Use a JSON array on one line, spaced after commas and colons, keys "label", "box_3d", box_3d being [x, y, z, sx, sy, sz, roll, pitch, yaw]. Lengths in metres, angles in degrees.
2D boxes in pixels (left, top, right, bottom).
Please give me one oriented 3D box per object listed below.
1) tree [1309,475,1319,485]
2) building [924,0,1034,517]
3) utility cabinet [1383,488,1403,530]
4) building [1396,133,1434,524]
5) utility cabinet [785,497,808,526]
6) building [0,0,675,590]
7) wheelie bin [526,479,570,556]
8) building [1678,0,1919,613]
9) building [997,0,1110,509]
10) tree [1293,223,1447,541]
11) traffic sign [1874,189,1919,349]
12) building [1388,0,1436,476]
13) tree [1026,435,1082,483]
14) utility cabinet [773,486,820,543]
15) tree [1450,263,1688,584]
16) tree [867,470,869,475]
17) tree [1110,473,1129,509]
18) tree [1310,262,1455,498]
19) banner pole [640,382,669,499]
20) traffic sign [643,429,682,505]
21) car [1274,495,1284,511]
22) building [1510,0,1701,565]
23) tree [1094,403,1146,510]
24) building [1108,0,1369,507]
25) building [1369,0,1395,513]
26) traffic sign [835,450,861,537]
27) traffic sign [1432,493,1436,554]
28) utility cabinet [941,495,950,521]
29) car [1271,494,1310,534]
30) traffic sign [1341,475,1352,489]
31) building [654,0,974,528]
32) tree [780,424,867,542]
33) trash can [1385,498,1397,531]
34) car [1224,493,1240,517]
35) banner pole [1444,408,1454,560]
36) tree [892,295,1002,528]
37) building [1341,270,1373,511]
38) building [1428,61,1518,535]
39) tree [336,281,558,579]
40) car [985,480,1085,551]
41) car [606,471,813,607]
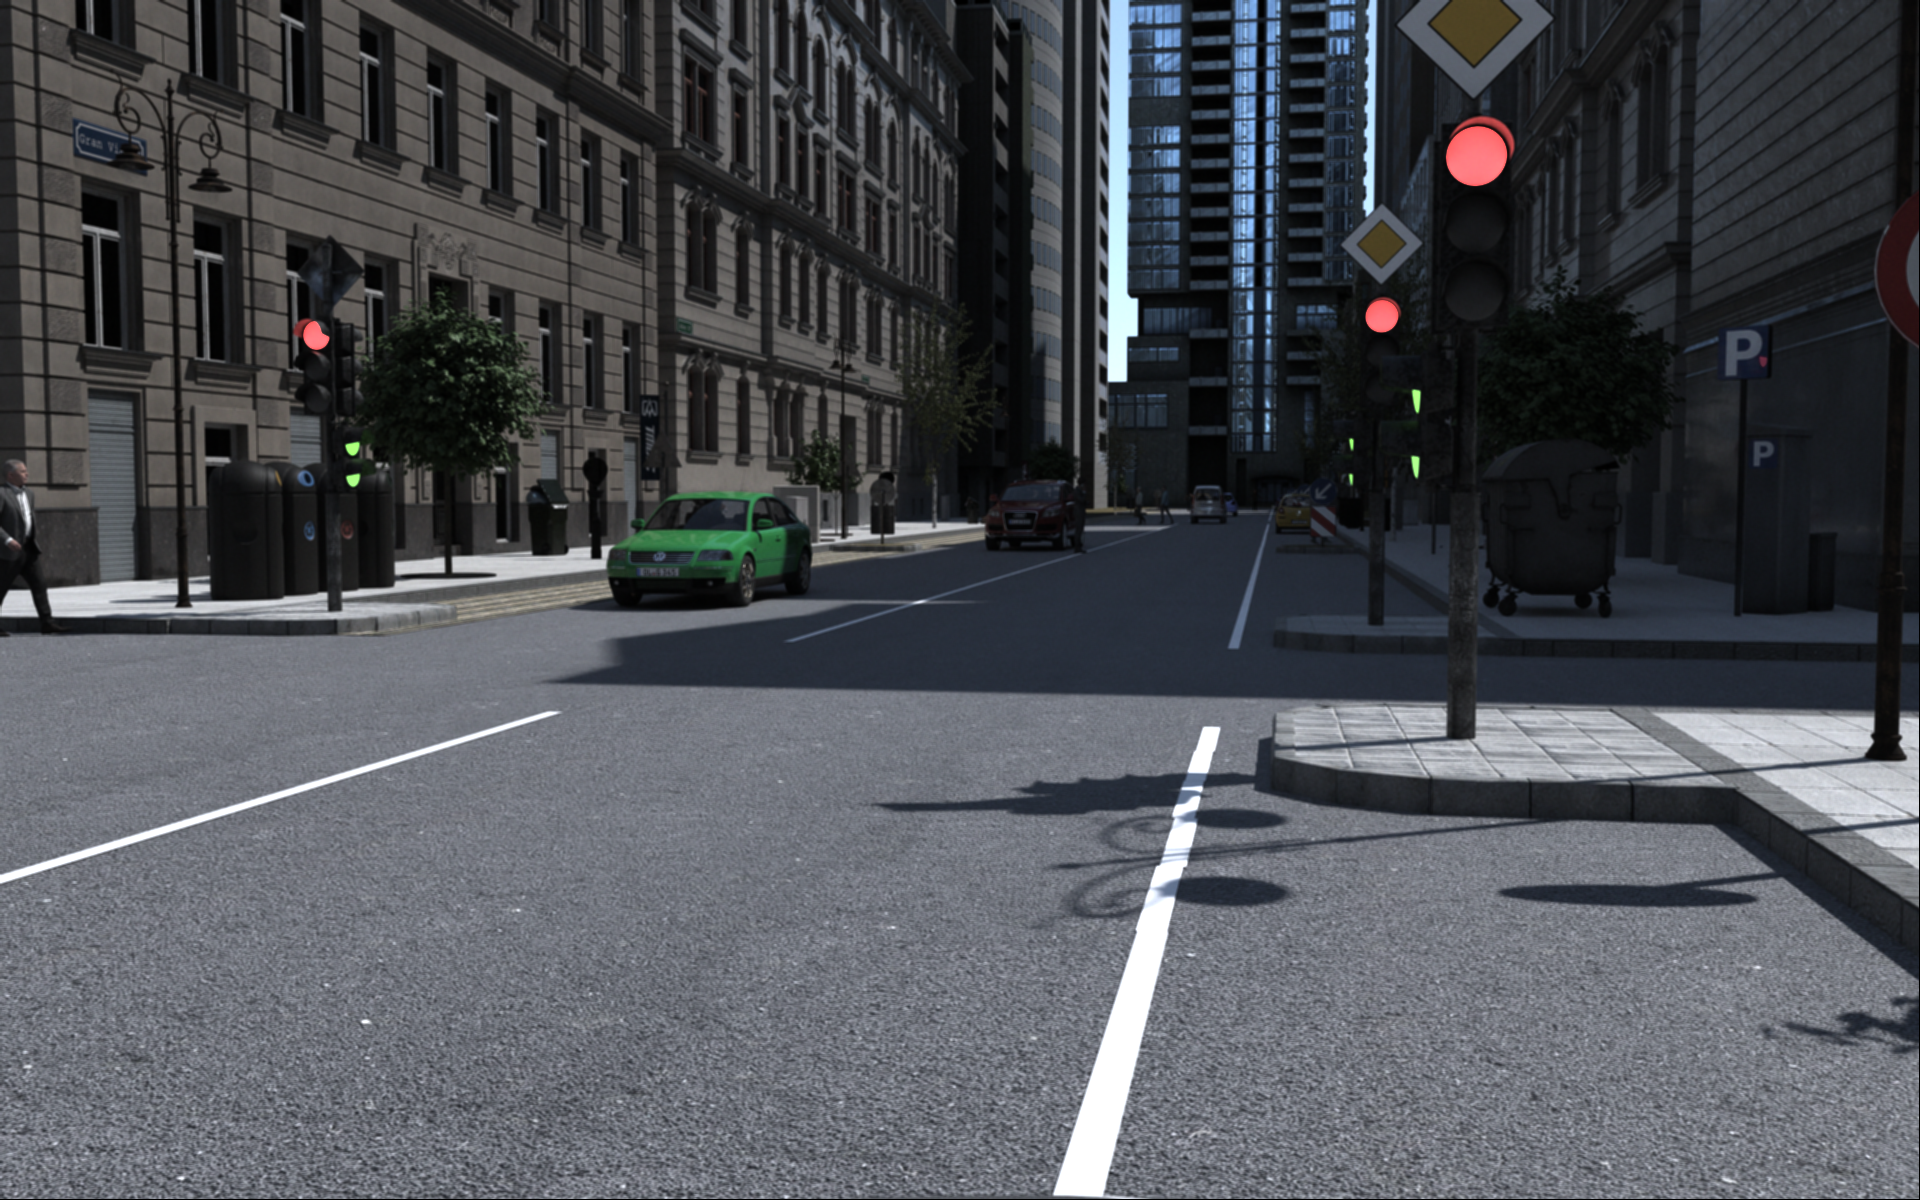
[{"label": "tree", "box_3d": [32.247, -10.015, 158.354, 1.663, 3.219, 1.824, 0, 3, 0]}, {"label": "building", "box_3d": [-3.599, -20.184, 101.717, 14.160, 30.474, 14.107, 1, 4, 10]}, {"label": "utility cabinet", "box_3d": [15.294, -3.235, 61.575, 1.173, 1.500, 0.318, -3, 5, -44]}, {"label": "building", "box_3d": [26.396, -13.828, 80.847, 10.420, 20.320, 16.860, 1, 4, 10]}, {"label": "utility cabinet", "box_3d": [-4.073, -1.970, 43.365, 0.306, 1.237, 1.020, 1, 4, 12]}, {"label": "building", "box_3d": [-15.793, -14.555, 35.241, 12.463, 27.353, 25.104, 1, 4, 10]}, {"label": "wheelie bin", "box_3d": [-8.658, -1.735, 36.273, 0.693, 1.594, 0.980, 2, 4, 25]}, {"label": "building", "box_3d": [19.526, -10.519, 21.138, 18.267, 20.994, 9.793, 1, 4, 10]}, {"label": "building", "box_3d": [-0.907, -37.606, 156.861, 28.212, 58.520, 21.231, 1, 4, 10]}, {"label": "tree", "box_3d": [11.707, -5.927, 47.270, 4.737, 8.622, 4.395, 0, 3, 0]}, {"label": "traffic sign", "box_3d": [3.990, -0.411, 6.820, 0.768, 2.556, 0.104, 1, 4, 18]}, {"label": "building", "box_3d": [31.524, -27.260, 95.810, 14.600, 45.320, 14.200, 1, 4, 10]}, {"label": "tree", "box_3d": [5.003, -6.833, 95.439, 4.285, 4.588, 4.351, 0, 3, 0]}, {"label": "utility cabinet", "box_3d": [-4.236, -2.214, 44.874, 1.173, 1.500, 0.318, 1, 4, 8]}, {"label": "tree", "box_3d": [8.562, -2.517, 24.860, 4.285, 4.588, 4.351, 0, 3, 0]}, {"label": "tree", "box_3d": [-3.848, -3.600, 53.469, 1.663, 3.219, 1.824, 0, 3, 0]}, {"label": "tree", "box_3d": [13.549, -9.195, 144.938, 1.663, 3.219, 1.824, 0, 3, 0]}, {"label": "tree", "box_3d": [13.281, -6.387, 54.788, 4.360, 8.622, 3.978, 0, 3, 0]}, {"label": "banner pole", "box_3d": [-6.745, -2.970, 38.577, 0.863, 3.779, 0.401, -2, 4, -32]}, {"label": "traffic sign", "box_3d": [-5.983, -2.125, 34.754, 0.884, 2.594, 0.081, 1, 4, 20]}, {"label": "car", "box_3d": [27.762, -8.269, 147.775, 1.945, 1.354, 3.894, 1, 4, 9]}, {"label": "building", "box_3d": [20.872, -15.470, 40.320, 14.401, 28.519, 23.554, 1, 4, 10]}, {"label": "tree", "box_3d": [12.664, -11.574, 139.596, 4.360, 8.622, 3.978, 0, 3, 0]}, {"label": "building", "box_3d": [30.247, -53.416, 186.028, 31.000, 86.520, 22.319, 1, 4, 10]}, {"label": "building", "box_3d": [38.551, -35.094, 115.786, 21.231, 58.520, 28.212, 1, 4, 10]}, {"label": "traffic sign", "box_3d": [-3.359, -3.139, 51.330, 0.884, 2.594, 0.081, 1, 4, 14]}, {"label": "traffic sign", "box_3d": [10.110, -2.250, 36.901, 0.768, 2.556, 0.104, 1, 4, 11]}, {"label": "utility cabinet", "box_3d": [-0.700, -4.320, 81.790, 0.306, 1.237, 1.020, 1, 4, 8]}, {"label": "car", "box_3d": [12.487, -3.276, 63.782, 2.015, 1.641, 3.980, 1, 4, 11]}, {"label": "traffic sign", "box_3d": [20.027, -5.353, 89.653, 0.606, 2.300, 0.079, 1, 4, 11]}, {"label": "building", "box_3d": [-8.119, -18.095, 83.249, 14.401, 28.519, 23.554, 1, 4, 10]}, {"label": "tree", "box_3d": [-3.830, -3.210, 47.088, 1.663, 3.219, 1.824, 0, 3, 0]}, {"label": "trash can", "box_3d": [14.727, -2.956, 59.976, 0.748, 1.137, 0.748, 0, 3, 0]}, {"label": "car", "box_3d": [17.039, -6.248, 111.749, 1.945, 1.707, 3.694, 1, 4, 11]}, {"label": "banner pole", "box_3d": [9.615, -2.679, 33.818, 0.401, 3.779, 0.863, -2, 4, -34]}, {"label": "tree", "box_3d": [-0.759, -7.020, 65.133, 4.737, 8.622, 4.395, 0, 3, 0]}, {"label": "building", "box_3d": [46.768, -18.368, 145.363, 27.650, 21.520, 28.899, 1, 4, 10]}, {"label": "building", "box_3d": [24.014, -14.924, 62.026, 12.078, 24.808, 19.932, 1, 4, 10]}, {"label": "tree", "box_3d": [-7.855, -2.631, 26.735, 4.285, 4.588, 4.351, 0, 3, 0]}, {"label": "car", "box_3d": [2.028, -2.260, 45.621, 2.281, 1.827, 5.304, 1, 4, 12]}, {"label": "car", "box_3d": [-3.309, -0.901, 23.531, 1.959, 1.807, 4.718, 1, 4, 10]}]
